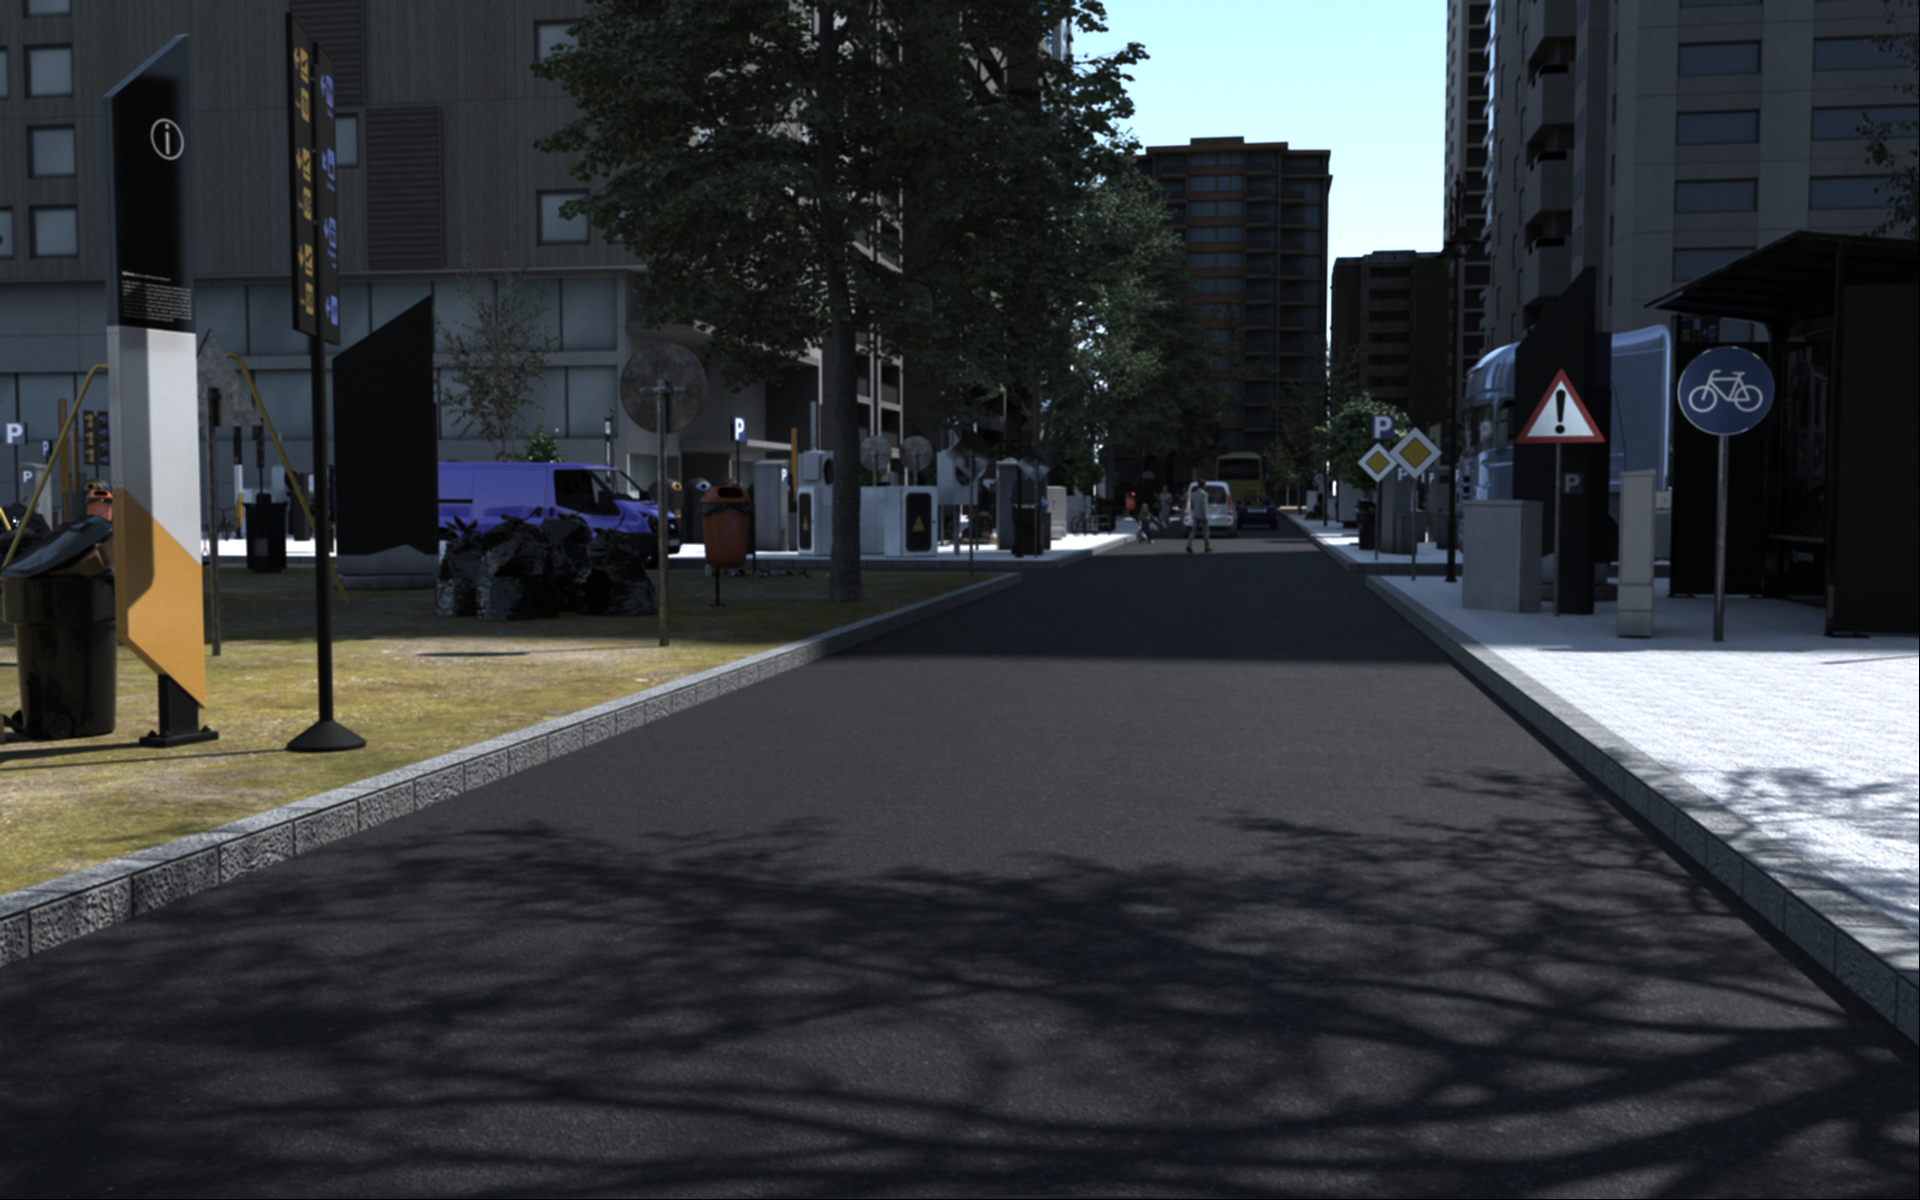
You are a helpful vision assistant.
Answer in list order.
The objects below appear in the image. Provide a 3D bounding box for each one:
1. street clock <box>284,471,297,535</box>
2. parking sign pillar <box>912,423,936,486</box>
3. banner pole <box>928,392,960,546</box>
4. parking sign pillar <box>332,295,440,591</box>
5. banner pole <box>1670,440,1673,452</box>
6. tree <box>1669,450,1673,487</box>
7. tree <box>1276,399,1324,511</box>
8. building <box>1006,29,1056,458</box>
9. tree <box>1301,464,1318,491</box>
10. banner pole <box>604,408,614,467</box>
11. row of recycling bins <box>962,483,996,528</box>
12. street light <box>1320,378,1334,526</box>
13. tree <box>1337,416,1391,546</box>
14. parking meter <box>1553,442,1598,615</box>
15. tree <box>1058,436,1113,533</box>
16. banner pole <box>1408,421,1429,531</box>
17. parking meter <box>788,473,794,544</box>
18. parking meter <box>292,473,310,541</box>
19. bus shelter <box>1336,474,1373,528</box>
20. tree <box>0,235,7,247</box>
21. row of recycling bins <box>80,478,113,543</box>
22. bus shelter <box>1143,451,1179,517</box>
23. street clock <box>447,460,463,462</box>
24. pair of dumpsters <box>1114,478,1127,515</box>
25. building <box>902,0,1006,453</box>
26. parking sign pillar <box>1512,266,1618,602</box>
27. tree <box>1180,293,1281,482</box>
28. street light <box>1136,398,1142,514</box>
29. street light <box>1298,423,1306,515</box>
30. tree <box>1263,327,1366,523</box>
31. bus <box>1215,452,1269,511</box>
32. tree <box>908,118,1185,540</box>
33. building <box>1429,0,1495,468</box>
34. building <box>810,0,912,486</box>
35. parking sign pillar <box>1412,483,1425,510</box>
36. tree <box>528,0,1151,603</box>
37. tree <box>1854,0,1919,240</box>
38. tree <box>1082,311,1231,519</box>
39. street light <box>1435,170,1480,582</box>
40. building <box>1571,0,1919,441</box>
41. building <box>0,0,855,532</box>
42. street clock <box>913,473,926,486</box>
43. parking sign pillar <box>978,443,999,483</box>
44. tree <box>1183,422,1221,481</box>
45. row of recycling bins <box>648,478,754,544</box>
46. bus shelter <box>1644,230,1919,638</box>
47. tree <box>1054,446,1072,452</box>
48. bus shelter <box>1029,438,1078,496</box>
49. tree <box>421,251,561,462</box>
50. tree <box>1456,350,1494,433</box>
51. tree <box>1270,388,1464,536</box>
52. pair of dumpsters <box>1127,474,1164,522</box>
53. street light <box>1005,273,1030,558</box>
[{"bbox_3d":[-21.104,-3.066,54.703,0.358,2.002,0.471,0,4,7],"label":"street clock"},{"bbox_3d":[-1.351,-4.786,66.716,1.447,3.967,1.447,2,4,28],"label":"parking sign pillar"},{"bbox_3d":[-0.280,-3.220,42.662,0.401,3.779,0.863,3,5,44],"label":"banner pole"},{"bbox_3d":[-7.822,-2.149,23.612,1.447,3.967,1.447,-1,4,-9],"label":"parking sign pillar"},{"bbox_3d":[29.378,-4.948,70.922,0.863,3.779,0.401,3,5,45],"label":"banner pole"},{"bbox_3d":[27.800,-4.491,68.026,1.663,3.219,1.824,0,3,0],"label":"tree"},{"bbox_3d":[26.395,-11.231,133.984,4.360,8.622,3.978,0,3,0],"label":"tree"},{"bbox_3d":[1.321,-31.546,165.883,14.200,45.320,14.600,1,4,10],"label":"building"},{"bbox_3d":[22.553,-7.036,109.641,1.663,3.219,1.824,0,3,0],"label":"tree"},{"bbox_3d":[-10.120,-3.676,50.113,0.401,3.779,0.863,0,4,8],"label":"banner pole"},{"bbox_3d":[1.699,-3.543,65.039,3.534,1.692,1.069,3,5,45],"label":"row of recycling bins"},{"bbox_3d":[14.660,-5.903,69.301,0.468,5.910,1.993,1,4,10],"label":"street light"},{"bbox_3d":[10.246,-2.986,43.429,1.663,3.219,1.824,0,3,0],"label":"tree"},{"bbox_3d":[6.568,-0.783,18.521,0.399,1.863,0.255,3,5,40],"label":"parking meter"},{"bbox_3d":[4.011,-3.848,57.510,1.663,3.219,1.824,0,3,0],"label":"tree"},{"bbox_3d":[15.880,-4.270,59.838,0.863,3.779,0.401,1,4,8],"label":"banner pole"},{"bbox_3d":[-4.365,-2.290,43.154,0.399,1.863,0.255,-3,4,-37],"label":"parking meter"},{"bbox_3d":[-18.007,-2.545,47.318,0.399,1.863,0.255,1,4,19],"label":"parking meter"},{"bbox_3d":[14.624,-4.226,63.025,2.014,3.302,5.546,1,4,10],"label":"bus shelter"},{"bbox_3d":[-5.061,-1.341,5.645,4.285,4.588,4.351,0,3,0],"label":"tree"},{"bbox_3d":[-21.416,-2.310,44.889,3.534,1.692,1.069,2,4,26],"label":"row of recycling bins"},{"bbox_3d":[11.422,-6.539,98.197,1.731,3.624,6.357,1,4,10],"label":"bus shelter"},{"bbox_3d":[-10.689,-1.966,36.714,0.471,2.002,0.358,1,4,19],"label":"street clock"},{"bbox_3d":[9.941,-6.241,104.534,1.574,2.255,4.437,1,4,10],"label":"pair of dumpsters"},{"bbox_3d":[-8.751,-30.563,123.408,21.300,48.544,21.600,1,4,10],"label":"building"},{"bbox_3d":[7.360,-2.003,21.217,1.447,3.967,1.447,-1,4,-20],"label":"parking sign pillar"},{"bbox_3d":[23.321,-18.832,163.789,12.611,20.169,13.585,0,3,0],"label":"tree"},{"bbox_3d":[7.539,-6.086,72.292,0.468,5.910,1.993,1,4,10],"label":"street light"},{"bbox_3d":[21.092,-8.217,107.129,0.468,5.910,1.993,1,4,10],"label":"street light"},{"bbox_3d":[16.119,-7.734,76.806,4.737,8.622,4.395,0,3,0],"label":"tree"},{"bbox_3d":[16.362,-6.666,100.533,2.896,3.916,12.252,1,4,11],"label":"bus"},{"bbox_3d":[2.296,-7.474,47.962,9.928,11.665,9.643,0,3,0],"label":"tree"},{"bbox_3d":[53.594,-51.059,147.488,22.319,86.520,31.000,1,4,10],"label":"building"},{"bbox_3d":[-16.371,-44.442,164.885,20.611,71.187,20.563,1,4,10],"label":"building"},{"bbox_3d":[19.741,-5.330,75.612,1.447,3.967,1.447,-1,4,-20],"label":"parking sign pillar"},{"bbox_3d":[-1.773,-6.262,20.504,7.486,12.596,7.792,0,3,0],"label":"tree"},{"bbox_3d":[13.306,-4.383,22.028,4.360,8.622,3.978,0,3,0],"label":"tree"},{"bbox_3d":[9.295,-9.401,88.111,7.601,10.594,8.767,3,4,36],"label":"tree"},{"bbox_3d":[7.180,-3.203,25.153,0.468,5.910,1.993,1,4,10],"label":"street light"},{"bbox_3d":[42.803,-33.428,88.551,21.231,58.520,28.212,1,4,10],"label":"building"},{"bbox_3d":[-19.791,-29.368,69.401,28.713,52.752,27.495,1,4,10],"label":"building"},{"bbox_3d":[-1.399,-3.411,60.334,0.358,2.002,0.471,-3,4,-37],"label":"street clock"},{"bbox_3d":[1.510,-6.151,89.047,1.447,3.967,1.447,-3,5,-41],"label":"parking sign pillar"},{"bbox_3d":[24.749,-13.752,175.204,4.360,8.622,3.978,0,3,0],"label":"tree"},{"bbox_3d":[-6.386,-2.320,45.052,3.534,1.692,1.069,-2,4,-29],"label":"row of recycling bins"},{"bbox_3d":[8.806,-1.657,18.382,1.731,3.624,6.357,1,4,10],"label":"bus shelter"},{"bbox_3d":[6.581,-7.431,105.215,4.285,4.588,4.351,0,3,0],"label":"tree"},{"bbox_3d":[4.174,-5.063,74.059,1.731,3.624,6.357,1,4,9],"label":"bus shelter"},{"bbox_3d":[-13.772,-6.189,51.552,4.360,8.622,3.978,0,3,0],"label":"tree"},{"bbox_3d":[26.615,-8.229,84.904,4.737,8.622,4.395,0,3,0],"label":"tree"},{"bbox_3d":[12.519,-4.240,53.034,4.285,4.588,4.351,0,3,0],"label":"tree"},{"bbox_3d":[8.836,-4.771,80.506,1.574,2.255,4.437,1,4,10],"label":"pair of dumpsters"},{"bbox_3d":[1.200,-3.797,34.872,0.468,5.910,1.993,1,4,10],"label":"street light"}]
